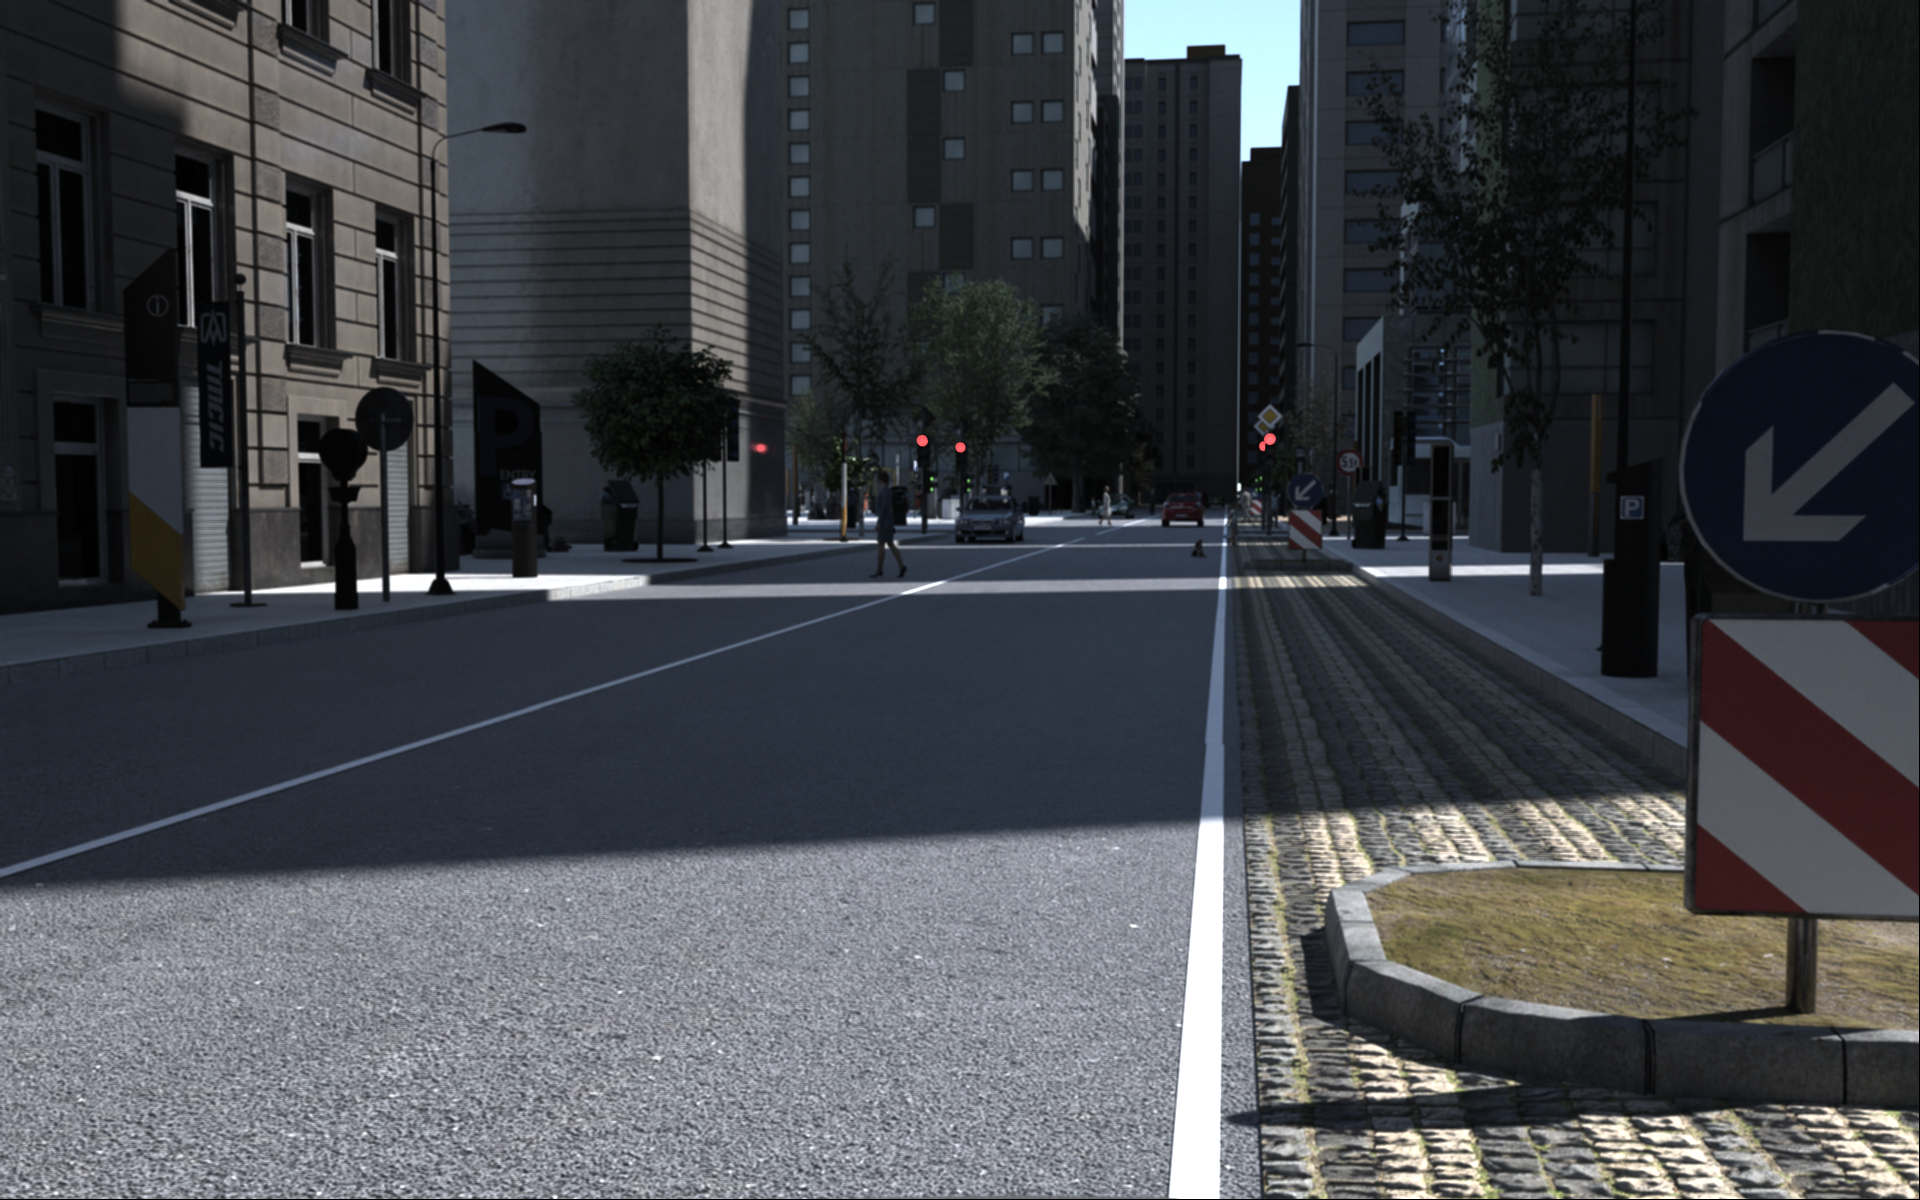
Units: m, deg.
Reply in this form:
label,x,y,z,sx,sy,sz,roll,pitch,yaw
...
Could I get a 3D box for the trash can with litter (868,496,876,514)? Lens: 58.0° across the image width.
label,x,y,z,sx,sy,sz,roll,pitch,yaw
trash can with litter,-5.448,-6.241,113.429,0.624,1.170,1.055,3,5,45

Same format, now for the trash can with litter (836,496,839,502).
label,x,y,z,sx,sy,sz,roll,pitch,yaw
trash can with litter,-8.536,-7.056,126.424,2.233,1.210,1.678,2,4,25

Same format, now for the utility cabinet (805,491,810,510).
label,x,y,z,sx,sy,sz,roll,pitch,yaw
utility cabinet,-12.057,-7.812,136.405,0.318,1.500,1.173,-1,4,-12

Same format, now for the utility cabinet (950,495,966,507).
label,x,y,z,sx,sy,sz,roll,pitch,yaw
utility cabinet,-0.123,-6.349,114.972,1.020,1.237,0.306,0,4,8

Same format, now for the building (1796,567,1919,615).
label,x,y,z,sx,sy,sz,roll,pitch,yaw
building,17.166,-20.600,20.412,14.154,41.232,14.086,1,4,9

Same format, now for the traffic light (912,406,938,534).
label,x,y,z,sx,sy,sz,roll,pitch,yaw
traffic light,-1.137,-4.071,55.486,0.839,4.253,0.868,1,4,9

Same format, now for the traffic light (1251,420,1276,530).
label,x,y,z,sx,sy,sz,roll,pitch,yaw
traffic light,10.817,-4.454,61.745,0.839,4.253,0.868,1,4,9

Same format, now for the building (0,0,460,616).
label,x,y,z,sx,sy,sz,roll,pitch,yaw
building,-15.861,-13.458,17.304,12.463,27.353,25.104,1,4,9

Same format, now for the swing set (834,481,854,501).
label,x,y,z,sx,sy,sz,roll,pitch,yaw
swing set,-8.369,-8.691,139.712,3.119,2.851,2.862,1,4,19

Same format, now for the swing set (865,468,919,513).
label,x,y,z,sx,sy,sz,roll,pitch,yaw
swing set,-4.657,-7.283,116.692,3.119,2.851,2.862,-1,4,-22

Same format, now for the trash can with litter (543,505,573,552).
label,x,y,z,sx,sy,sz,roll,pitch,yaw
trash can with litter,-9.162,-1.648,38.335,0.624,1.170,1.055,3,5,41

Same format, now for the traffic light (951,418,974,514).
label,x,y,z,sx,sy,sz,roll,pitch,yaw
traffic light,0.080,-4.554,63.379,0.839,4.253,0.868,1,4,9

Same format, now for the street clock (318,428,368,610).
label,x,y,z,sx,sy,sz,roll,pitch,yaw
street clock,-6.828,-0.896,19.222,0.471,2.002,0.358,0,4,7

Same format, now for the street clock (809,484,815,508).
label,x,y,z,sx,sy,sz,roll,pitch,yaw
street clock,-11.698,-8.205,138.720,0.358,2.002,0.471,0,4,2

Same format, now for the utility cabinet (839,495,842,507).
label,x,y,z,sx,sy,sz,roll,pitch,yaw
utility cabinet,-8.406,-6.815,122.581,0.306,1.237,1.020,0,4,-5

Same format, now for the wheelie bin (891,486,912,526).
label,x,y,z,sx,sy,sz,roll,pitch,yaw
wheelie bin,-2.452,-3.833,70.577,0.980,1.594,0.693,0,4,-5

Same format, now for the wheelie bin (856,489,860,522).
label,x,y,z,sx,sy,sz,roll,pitch,yaw
wheelie bin,-4.728,-4.306,78.318,0.693,1.594,0.980,2,4,33

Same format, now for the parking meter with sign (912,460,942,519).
label,x,y,z,sx,sy,sz,roll,pitch,yaw
parking meter with sign,-1.565,-5.693,89.347,1.738,3.016,0.543,1,4,19

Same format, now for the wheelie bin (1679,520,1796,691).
label,x,y,z,sx,sy,sz,roll,pitch,yaw
wheelie bin,4.935,-0.187,10.971,0.693,1.594,0.980,1,4,12

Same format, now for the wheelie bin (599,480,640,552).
label,x,y,z,sx,sy,sz,roll,pitch,yaw
wheelie bin,-7.669,-1.891,38.825,0.693,1.594,0.980,3,4,36

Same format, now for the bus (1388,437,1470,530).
label,x,y,z,sx,sy,sz,roll,pitch,yaw
bus,20.696,-3.718,55.650,13.247,3.499,2.948,0,4,7

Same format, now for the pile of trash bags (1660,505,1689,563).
label,x,y,z,sx,sy,sz,roll,pitch,yaw
pile of trash bags,14.681,-1.444,33.356,3.447,1.369,1.912,-1,4,-13

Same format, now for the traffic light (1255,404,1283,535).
label,x,y,z,sx,sy,sz,roll,pitch,yaw
traffic light,9.600,-3.971,53.853,0.839,4.253,0.868,1,4,9

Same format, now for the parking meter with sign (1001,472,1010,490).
label,x,y,z,sx,sy,sz,roll,pitch,yaw
parking meter with sign,3.502,-8.601,136.879,0.543,3.016,1.738,1,4,13

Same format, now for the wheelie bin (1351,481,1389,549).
label,x,y,z,sx,sy,sz,roll,pitch,yaw
wheelie bin,9.619,-2.005,40.685,0.693,1.594,0.980,-3,5,-40

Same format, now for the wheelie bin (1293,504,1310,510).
label,x,y,z,sx,sy,sz,roll,pitch,yaw
wheelie bin,14.589,-4.033,73.851,0.693,1.594,0.980,-1,4,-10

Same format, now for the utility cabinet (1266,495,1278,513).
label,x,y,z,sx,sy,sz,roll,pitch,yaw
utility cabinet,21.312,-6.541,118.106,0.306,1.237,1.020,-2,4,-25

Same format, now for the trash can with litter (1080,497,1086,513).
label,x,y,z,sx,sy,sz,roll,pitch,yaw
trash can with litter,8.144,-6.529,118.138,0.624,1.170,1.055,2,4,29

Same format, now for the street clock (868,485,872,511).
label,x,y,z,sx,sy,sz,roll,pitch,yaw
street clock,-6.932,-7.901,133.749,0.358,2.002,0.471,0,4,-6

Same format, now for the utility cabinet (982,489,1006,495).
label,x,y,z,sx,sy,sz,roll,pitch,yaw
utility cabinet,1.440,-4.460,81.599,1.173,1.500,0.318,2,4,25

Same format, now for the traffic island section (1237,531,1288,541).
label,x,y,z,sx,sy,sz,roll,pitch,yaw
traffic island section,9.638,-1.938,53.961,2.009,0.180,2.903,1,4,9

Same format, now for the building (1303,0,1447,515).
label,x,y,z,sx,sy,sz,roll,pitch,yaw
building,34.548,-35.286,118.932,21.231,58.520,28.212,1,4,9

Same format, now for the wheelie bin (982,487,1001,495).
label,x,y,z,sx,sy,sz,roll,pitch,yaw
wheelie bin,1.404,-4.102,74.974,0.980,1.594,0.693,-1,4,-9

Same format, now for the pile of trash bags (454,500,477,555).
label,x,y,z,sx,sy,sz,roll,pitch,yaw
pile of trash bags,-11.881,-1.677,37.168,3.447,1.369,1.912,1,4,23

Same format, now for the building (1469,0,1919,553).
label,x,y,z,sx,sy,sz,roll,pitch,yaw
building,19.809,-21.940,42.309,14.154,41.232,14.086,1,4,9

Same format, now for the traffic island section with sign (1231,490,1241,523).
label,x,y,z,sx,sy,sz,roll,pitch,yaw
traffic island section with sign,14.632,-4.748,86.261,1.989,1.847,2.006,1,4,9

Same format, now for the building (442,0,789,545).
label,x,y,z,sx,sy,sz,roll,pitch,yaw
building,-14.837,-12.244,49.348,18.267,20.994,9.793,1,4,9

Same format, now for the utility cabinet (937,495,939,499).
label,x,y,z,sx,sy,sz,roll,pitch,yaw
utility cabinet,-2.145,-7.556,134.704,1.020,1.237,0.306,0,4,5

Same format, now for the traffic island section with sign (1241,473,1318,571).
label,x,y,z,sx,sy,sz,roll,pitch,yaw
traffic island section with sign,6.413,-1.485,32.910,1.989,1.847,2.006,1,4,9

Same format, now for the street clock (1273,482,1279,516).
label,x,y,z,sx,sy,sz,roll,pitch,yaw
street clock,18.662,-5.981,102.363,0.358,2.002,0.471,-1,4,-11

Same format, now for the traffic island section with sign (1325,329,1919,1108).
label,x,y,z,sx,sy,sz,roll,pitch,yaw
traffic island section with sign,2.098,0.223,4.984,1.989,1.847,2.006,1,4,9

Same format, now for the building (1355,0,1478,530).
label,x,y,z,sx,sy,sz,roll,pitch,yaw
building,32.234,-46.242,68.725,31.000,86.520,22.319,1,4,9

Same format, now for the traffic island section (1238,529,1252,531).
label,x,y,z,sx,sy,sz,roll,pitch,yaw
traffic island section,10.855,-2.420,61.853,2.009,0.180,2.903,1,4,9

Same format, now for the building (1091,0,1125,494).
label,x,y,z,sx,sy,sz,roll,pitch,yaw
building,8.248,-46.685,201.559,20.611,71.187,20.563,1,4,9
